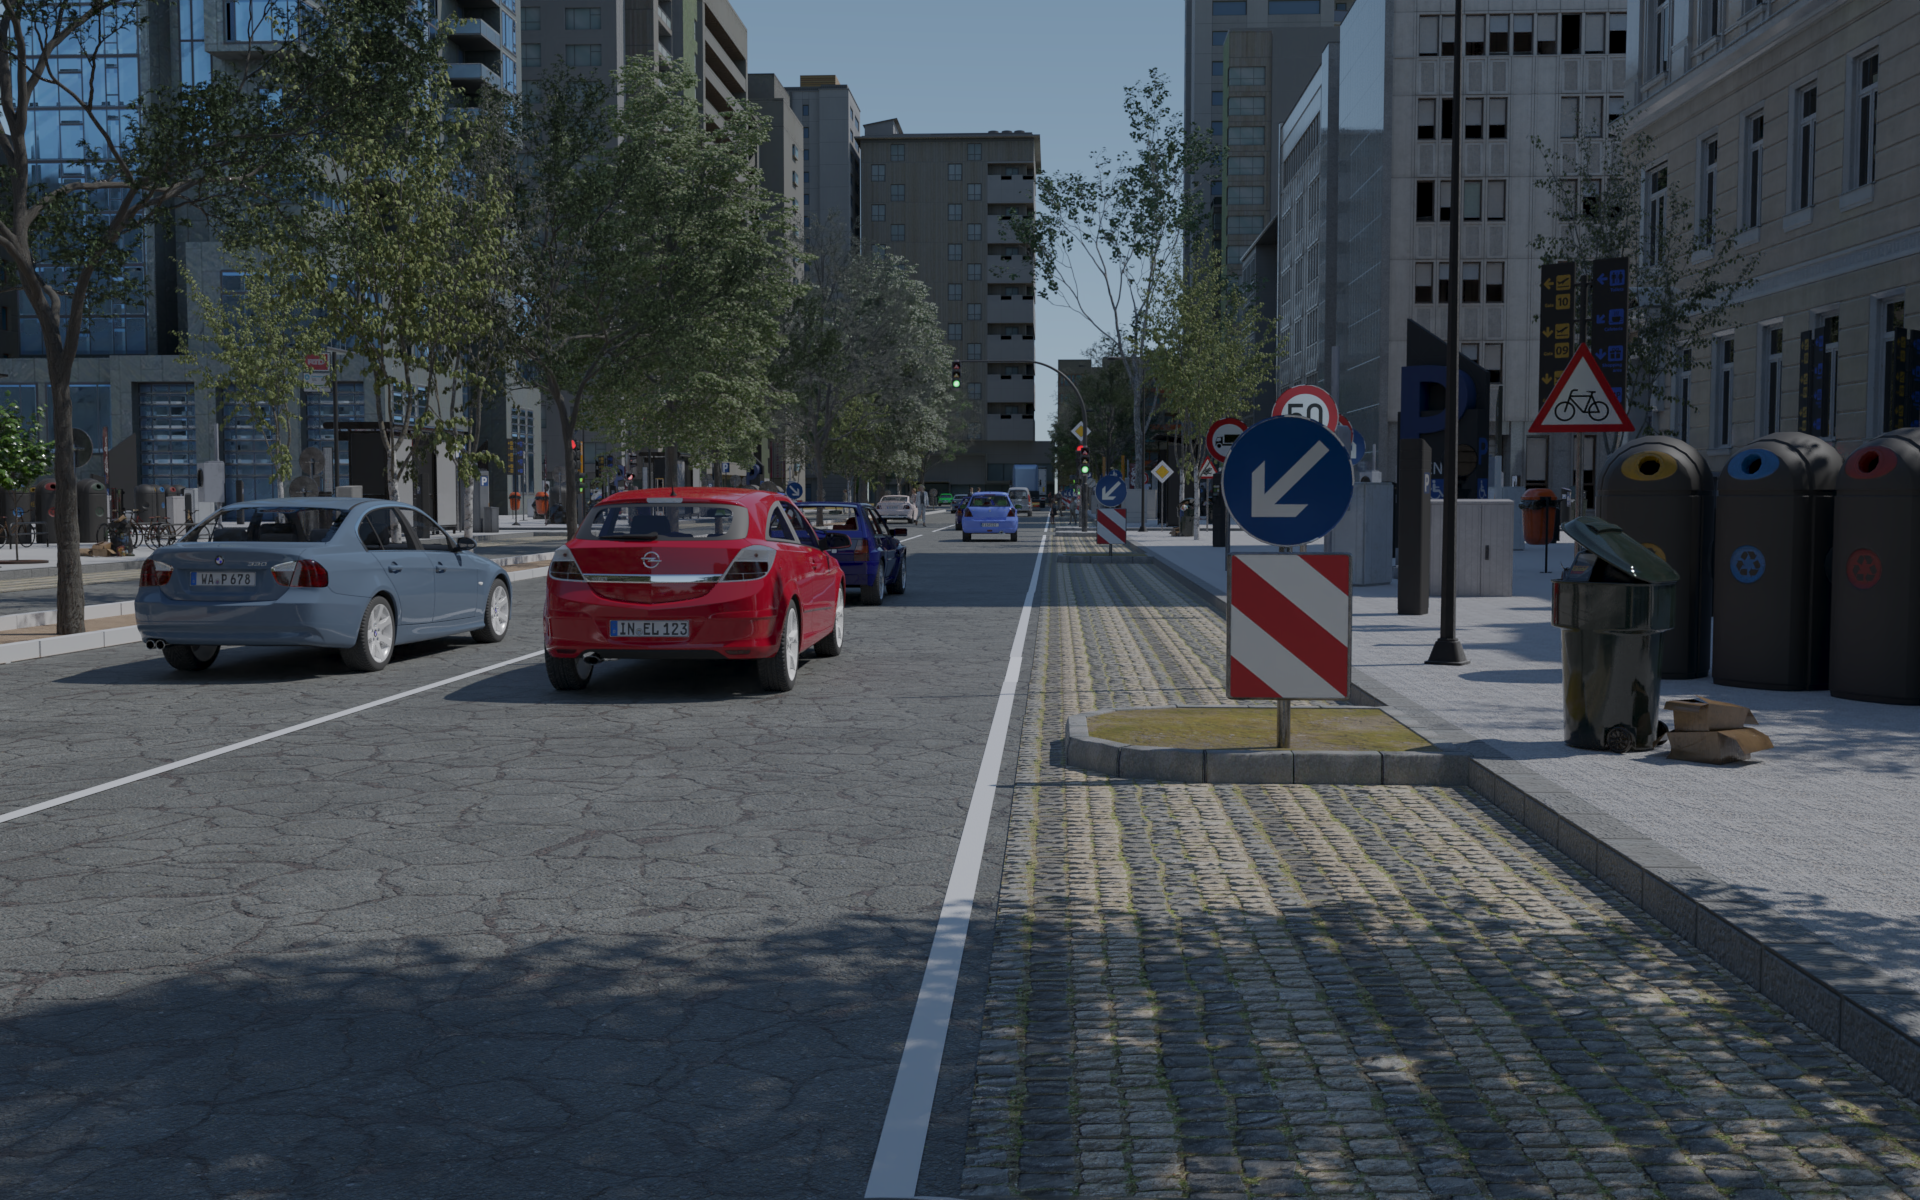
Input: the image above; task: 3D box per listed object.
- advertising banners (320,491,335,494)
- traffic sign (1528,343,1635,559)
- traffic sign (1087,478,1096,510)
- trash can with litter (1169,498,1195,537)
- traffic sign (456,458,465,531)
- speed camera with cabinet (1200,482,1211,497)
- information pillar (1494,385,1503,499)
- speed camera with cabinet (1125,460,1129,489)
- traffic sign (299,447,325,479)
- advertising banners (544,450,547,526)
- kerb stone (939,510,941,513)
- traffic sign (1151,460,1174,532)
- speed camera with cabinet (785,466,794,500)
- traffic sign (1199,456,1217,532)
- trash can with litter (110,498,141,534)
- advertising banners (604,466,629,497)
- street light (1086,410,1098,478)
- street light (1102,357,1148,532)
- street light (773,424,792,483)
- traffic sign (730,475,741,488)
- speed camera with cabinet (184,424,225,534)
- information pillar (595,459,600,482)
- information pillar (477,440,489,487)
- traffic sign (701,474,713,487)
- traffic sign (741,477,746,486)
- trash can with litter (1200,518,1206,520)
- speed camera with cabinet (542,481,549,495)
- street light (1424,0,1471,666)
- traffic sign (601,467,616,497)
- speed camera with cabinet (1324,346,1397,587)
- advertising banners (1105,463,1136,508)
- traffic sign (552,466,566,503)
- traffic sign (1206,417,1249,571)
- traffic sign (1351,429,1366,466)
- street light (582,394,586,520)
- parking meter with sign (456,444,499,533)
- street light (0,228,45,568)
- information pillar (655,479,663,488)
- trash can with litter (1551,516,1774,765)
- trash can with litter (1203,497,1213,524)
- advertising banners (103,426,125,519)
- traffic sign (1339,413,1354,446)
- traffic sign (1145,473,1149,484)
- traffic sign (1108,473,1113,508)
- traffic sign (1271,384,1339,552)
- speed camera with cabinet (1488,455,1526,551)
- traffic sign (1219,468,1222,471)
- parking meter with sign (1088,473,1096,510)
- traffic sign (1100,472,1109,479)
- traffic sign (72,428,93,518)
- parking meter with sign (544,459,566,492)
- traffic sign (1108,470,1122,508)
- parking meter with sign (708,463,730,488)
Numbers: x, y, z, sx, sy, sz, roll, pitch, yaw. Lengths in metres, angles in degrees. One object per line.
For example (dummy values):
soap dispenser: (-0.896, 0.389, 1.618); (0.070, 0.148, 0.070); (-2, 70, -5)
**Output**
advertising banners: (-25.176, -4.556, 70.678); (2.074, 3.025, 0.090); (0, 4, 2)
traffic sign: (5.360, -0.917, 14.994); (0.884, 2.594, 0.081); (1, 4, 9)
traffic sign: (10.329, -8.346, 136.568); (0.768, 2.556, 0.104); (1, 4, 12)
trash can with litter: (6.655, -2.492, 52.139); (0.624, 1.170, 1.055); (-2, 4, -27)
traffic sign: (-17.495, -3.682, 60.309); (0.768, 2.556, 0.104); (0, 4, 4)
speed camera with cabinet: (18.856, -8.657, 135.877); (0.660, 3.252, 2.038); (-2, 4, -25)
information pillar: (11.700, -2.832, 37.653); (0.183, 3.616, 0.504); (1, 4, 10)
speed camera with cabinet: (10.323, -6.428, 99.429); (2.038, 3.252, 0.660); (3, 4, 38)
traffic sign: (-17.493, -2.854, 46.762); (0.768, 2.556, 0.104); (1, 4, 10)
advertising banners: (-16.765, -4.517, 70.034); (0.090, 3.025, 2.074); (-1, 4, -14)
kerb stone: (-1.740, -6.707, 131.891); (0.120, 0.150, 1.000); (0, 4, 3)
traffic sign: (6.890, -3.537, 59.023); (0.795, 2.450, 0.064); (0, 4, 6)
speed camera with cabinet: (-11.764, -7.735, 120.799); (0.660, 3.252, 2.038); (0, 4, 3)
traffic sign: (8.401, -3.596, 58.801); (0.884, 2.594, 0.081); (1, 4, 10)
trash can with litter: (-27.507, -2.763, 56.239); (1.678, 1.210, 2.233); (-2, 4, -35)
advertising banners: (-21.209, -6.794, 107.274); (2.074, 3.025, 0.090); (2, 4, 25)
street light: (7.616, -7.531, 95.666); (1.470, 5.913, 1.316); (0, 4, 3)
street light: (5.663, -5.265, 58.625); (1.470, 5.913, 1.316); (0, 4, 3)
street light: (-11.746, -8.647, 113.926); (1.470, 5.913, 1.316); (0, 4, 3)
traffic sign: (-14.774, -6.960, 113.902); (0.768, 2.556, 0.104); (1, 4, 8)
speed camera with cabinet: (-21.449, -3.350, 49.113); (0.660, 3.252, 2.038); (-3, 4, -38)
information pillar: (-24.368, -7.676, 116.850); (0.504, 3.616, 0.183); (-1, 4, -22)
information pillar: (-20.566, -5.101, 74.752); (0.504, 3.616, 0.183); (1, 4, 14)
traffic sign: (-15.796, -6.597, 107.975); (0.768, 2.556, 0.104); (0, 4, 7)
traffic sign: (-15.357, -7.619, 124.684); (0.768, 2.556, 0.104); (0, 4, 4)
trash can with litter: (12.150, -4.619, 86.573); (2.233, 1.210, 1.678); (-1, 4, -18)
speed camera with cabinet: (-28.699, -7.536, 117.549); (0.660, 3.252, 2.038); (1, 4, 23)
street light: (3.146, -2.472, 12.954); (1.470, 5.913, 1.316); (0, 4, 3)
traffic sign: (-16.305, -4.906, 80.315); (0.768, 2.556, 0.104); (1, 4, 12)
speed camera with cabinet: (5.313, -1.811, 23.952); (0.660, 3.252, 2.038); (3, 4, 38)
advertising banners: (9.059, -6.218, 97.859); (2.074, 3.025, 0.090); (0, 4, 7)
traffic sign: (-17.969, -4.754, 77.839); (0.768, 2.556, 0.104); (0, 4, 5)
traffic sign: (4.470, -1.758, 28.857); (0.768, 2.556, 0.104); (0, 4, 5)
traffic sign: (7.336, -2.015, 33.059); (0.768, 2.556, 0.104); (1, 4, 11)
street light: (-14.257, -5.840, 68.024); (1.470, 5.913, 1.316); (0, 4, 3)
parking meter with sign: (-16.081, -3.755, 57.656); (1.738, 3.016, 0.543); (2, 4, 32)
street light: (-16.340, -3.510, 29.926); (1.470, 5.913, 1.316); (0, 4, 3)
information pillar: (-14.200, -4.732, 81.859); (0.304, 2.012, 0.304); (-2, 4, -26)
trash can with litter: (3.497, 0.169, 8.617); (0.624, 1.170, 1.055); (-3, 5, -42)
trash can with litter: (10.763, -3.843, 74.224); (0.624, 1.170, 1.055); (1, 4, 13)
advertising banners: (-21.616, -2.939, 44.236); (0.090, 3.025, 2.074); (-3, 4, -37)
traffic sign: (5.638, -1.620, 26.594); (0.768, 2.556, 0.104); (1, 4, 12)
traffic sign: (10.345, -6.016, 98.468); (0.768, 2.556, 0.104); (1, 4, 9)
traffic sign: (8.498, -5.894, 96.480); (0.768, 2.556, 0.104); (0, 4, 7)
traffic sign: (4.012, -1.229, 20.204); (0.768, 2.556, 0.104); (1, 4, 10)
speed camera with cabinet: (12.427, -2.799, 40.102); (0.660, 3.252, 2.038); (0, 4, -6)
traffic sign: (10.325, -3.976, 67.134); (0.606, 2.300, 0.079); (0, 4, 4)
parking meter with sign: (10.694, -8.763, 139.541); (0.543, 3.016, 1.738); (-1, 4, -23)
traffic sign: (8.381, -6.047, 98.970); (0.768, 2.556, 0.104); (1, 4, 12)
traffic sign: (-17.063, -2.035, 33.381); (0.768, 2.556, 0.104); (1, 4, 10)
parking meter with sign: (-19.715, -5.478, 85.819); (1.738, 3.016, 0.543); (-1, 4, -13)
traffic sign: (8.039, -5.487, 89.821); (0.768, 2.556, 0.104); (1, 4, 11)
parking meter with sign: (-13.562, -6.084, 95.728); (0.543, 3.016, 1.738); (3, 5, 42)
